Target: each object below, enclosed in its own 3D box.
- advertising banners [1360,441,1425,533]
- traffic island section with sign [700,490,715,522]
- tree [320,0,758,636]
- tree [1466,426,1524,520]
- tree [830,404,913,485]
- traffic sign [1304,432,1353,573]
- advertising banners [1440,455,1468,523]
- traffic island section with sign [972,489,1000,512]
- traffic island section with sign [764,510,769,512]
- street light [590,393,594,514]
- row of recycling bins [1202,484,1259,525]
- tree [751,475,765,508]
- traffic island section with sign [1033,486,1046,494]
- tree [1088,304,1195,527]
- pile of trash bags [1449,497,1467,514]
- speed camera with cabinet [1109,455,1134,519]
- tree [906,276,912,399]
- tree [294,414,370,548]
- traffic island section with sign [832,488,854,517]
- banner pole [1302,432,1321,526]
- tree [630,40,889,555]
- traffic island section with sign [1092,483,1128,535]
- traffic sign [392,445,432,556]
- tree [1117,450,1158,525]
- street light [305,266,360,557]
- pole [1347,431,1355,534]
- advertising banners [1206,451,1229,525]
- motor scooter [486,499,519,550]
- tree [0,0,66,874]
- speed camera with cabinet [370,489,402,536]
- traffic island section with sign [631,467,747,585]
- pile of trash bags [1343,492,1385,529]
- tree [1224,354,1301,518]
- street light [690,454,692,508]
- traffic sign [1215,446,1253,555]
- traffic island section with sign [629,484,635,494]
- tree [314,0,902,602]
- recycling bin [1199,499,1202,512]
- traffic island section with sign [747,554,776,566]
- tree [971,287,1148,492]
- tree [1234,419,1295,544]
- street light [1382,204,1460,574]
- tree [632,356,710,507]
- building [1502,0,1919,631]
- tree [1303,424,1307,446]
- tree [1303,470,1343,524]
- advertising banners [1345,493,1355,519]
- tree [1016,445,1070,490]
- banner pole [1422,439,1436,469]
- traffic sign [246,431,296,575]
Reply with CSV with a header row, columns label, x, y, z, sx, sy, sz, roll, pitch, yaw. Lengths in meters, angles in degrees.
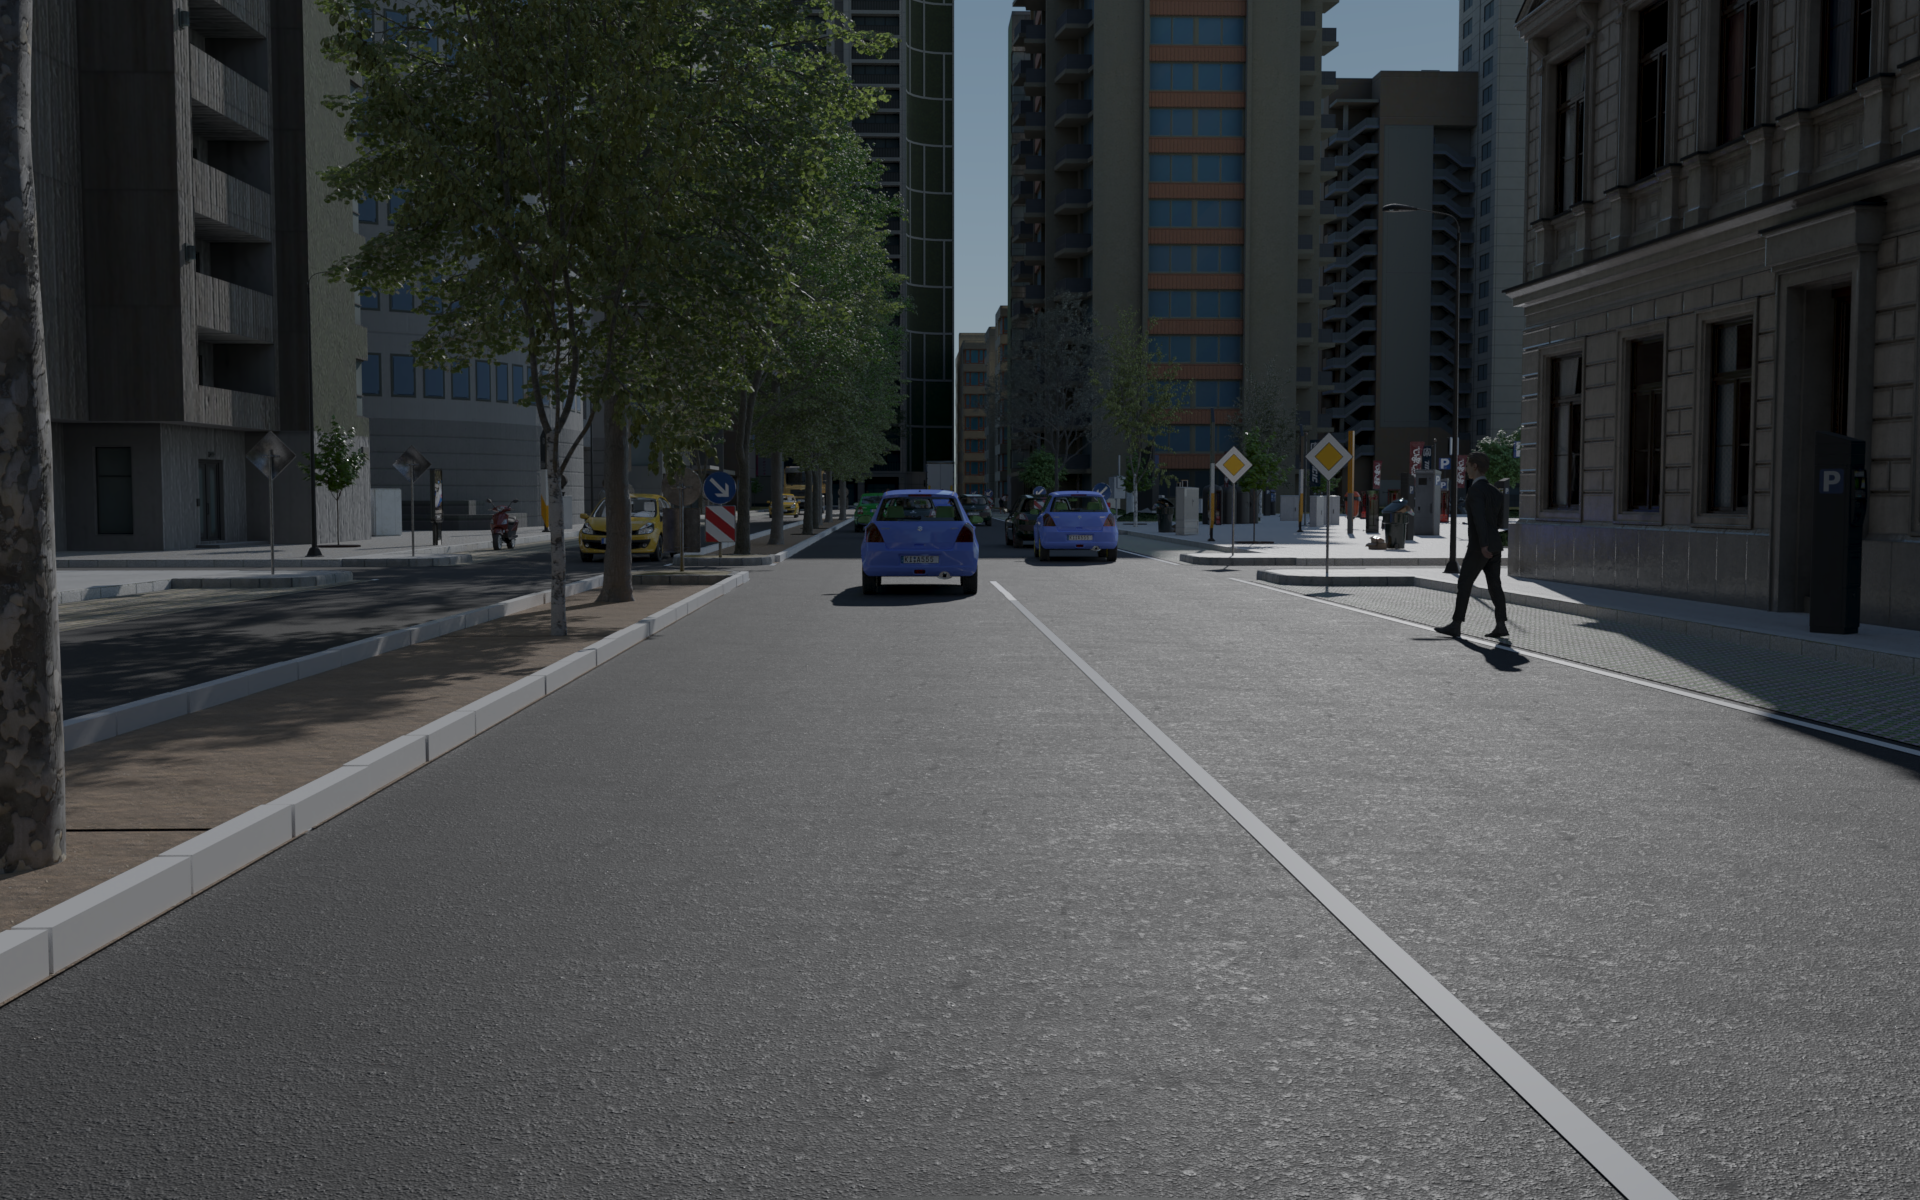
label,x,y,z,sx,sy,sz,roll,pitch,yaw
advertising banners,14.321,-3.729,57.150,2.074,3.025,0.090,0,4,-7
traffic island section with sign,-12.771,-4.863,88.140,1.989,1.847,2.006,0,4,-2
tree,-3.999,-3.924,16.982,4.737,8.622,4.395,0,3,0
tree,26.566,-6.204,85.142,4.285,4.588,4.351,0,3,0
tree,-6.956,-10.140,102.666,8.767,10.594,7.601,0,4,-2
traffic sign,5.975,-1.498,28.139,0.795,2.450,0.064,0,4,-2
advertising banners,21.601,-4.967,77.406,2.074,3.025,0.090,1,4,11
traffic island section with sign,2.164,-7.915,138.030,1.989,1.847,2.006,0,4,-2
traffic island section with sign,-14.496,-7.871,137.319,1.989,1.847,2.006,0,4,-2
street light,-13.915,-5.836,67.952,1.470,5.913,1.316,0,4,-2
row of recycling bins,11.663,-4.107,74.267,1.069,1.692,3.534,3,5,44
tree,-18.484,-9.923,156.835,1.663,3.219,1.824,0,3,0
traffic island section with sign,3.896,-4.875,88.326,1.989,1.847,2.006,0,4,-2
tree,6.859,-7.127,66.884,4.737,8.622,4.395,0,3,0
pile of trash bags,31.982,-6.164,110.535,1.912,1.369,3.447,3,5,40
speed camera with cabinet,8.611,-5.763,88.563,2.038,3.252,0.660,-2,4,-27
tree,-5.281,-7.844,48.837,7.486,12.596,7.792,0,3,0
tree,-15.149,-2.881,41.712,1.663,3.219,1.824,0,3,0
traffic island section with sign,-7.481,-6.266,110.582,2.006,1.907,1.989,0,4,-2
banner pole,14.194,-4.893,70.019,0.863,3.779,0.401,2,4,30
tree,-4.902,-6.806,39.491,9.928,11.665,9.643,0,3,0
traffic island section with sign,4.832,-3.227,61.387,1.989,1.847,2.006,0,4,-2
traffic sign,-11.238,-1.951,35.549,0.795,2.450,0.064,0,4,-2
tree,7.226,-4.763,72.473,1.663,3.219,1.824,0,3,0
street light,-12.683,-3.840,35.319,1.470,5.913,1.316,0,4,-2
pole,12.622,-3.798,55.939,0.158,3.312,0.155,0,3,0
advertising banners,10.641,-4.594,71.307,0.090,3.025,2.074,-1,4,-17
motor scooter,-11.716,-1.942,44.526,0.815,1.314,1.986,0,4,-1
tree,-4.920,-9.084,6.869,12.611,20.169,13.585,0,3,0
speed camera with cabinet,-17.992,-3.561,52.555,0.660,3.252,2.038,3,4,37
traffic island section with sign,-4.597,-1.220,28.086,2.006,1.907,1.989,0,4,-2
pile of trash bags,15.736,-3.271,63.238,3.447,1.369,1.912,1,4,21
tree,16.025,-8.676,92.208,4.360,8.622,3.978,0,3,0
street light,-15.015,-7.805,100.151,1.470,5.913,1.316,0,4,-2
traffic sign,5.696,-1.986,36.119,0.795,2.450,0.064,0,4,-2
traffic island section with sign,-11.837,-3.215,61.201,1.989,1.847,2.006,0,4,-2
tree,-4.669,-6.266,23.042,7.486,12.596,7.792,0,3,0
recycling bin,12.645,-4.826,91.451,0.722,1.027,0.722,3,5,41
traffic island section with sign,-4.846,-1.673,35.489,2.006,1.907,1.989,0,4,-2
tree,5.788,-11.700,101.660,12.009,13.543,11.850,0,3,0
tree,7.581,-3.067,44.743,1.663,3.219,1.824,0,3,0
street light,7.457,-3.387,27.926,1.470,5.913,1.316,0,4,-2
tree,-15.495,-8.758,93.556,4.360,8.622,3.978,0,3,0
building,13.607,-9.362,17.705,10.561,19.102,19.286,0,4,-2
tree,19.632,-9.749,109.759,4.360,8.622,3.978,0,3,0
tree,15.551,-4.894,74.614,1.663,3.219,1.824,0,3,0
advertising banners,20.910,-5.717,89.657,2.074,3.025,0.090,-1,4,-14
tree,5.490,-7.916,113.146,4.285,4.588,4.351,0,3,0
banner pole,21.404,-5.436,78.903,0.401,3.779,0.863,-3,5,-44
traffic sign,-10.959,-1.463,27.569,0.795,2.450,0.064,0,4,-2
